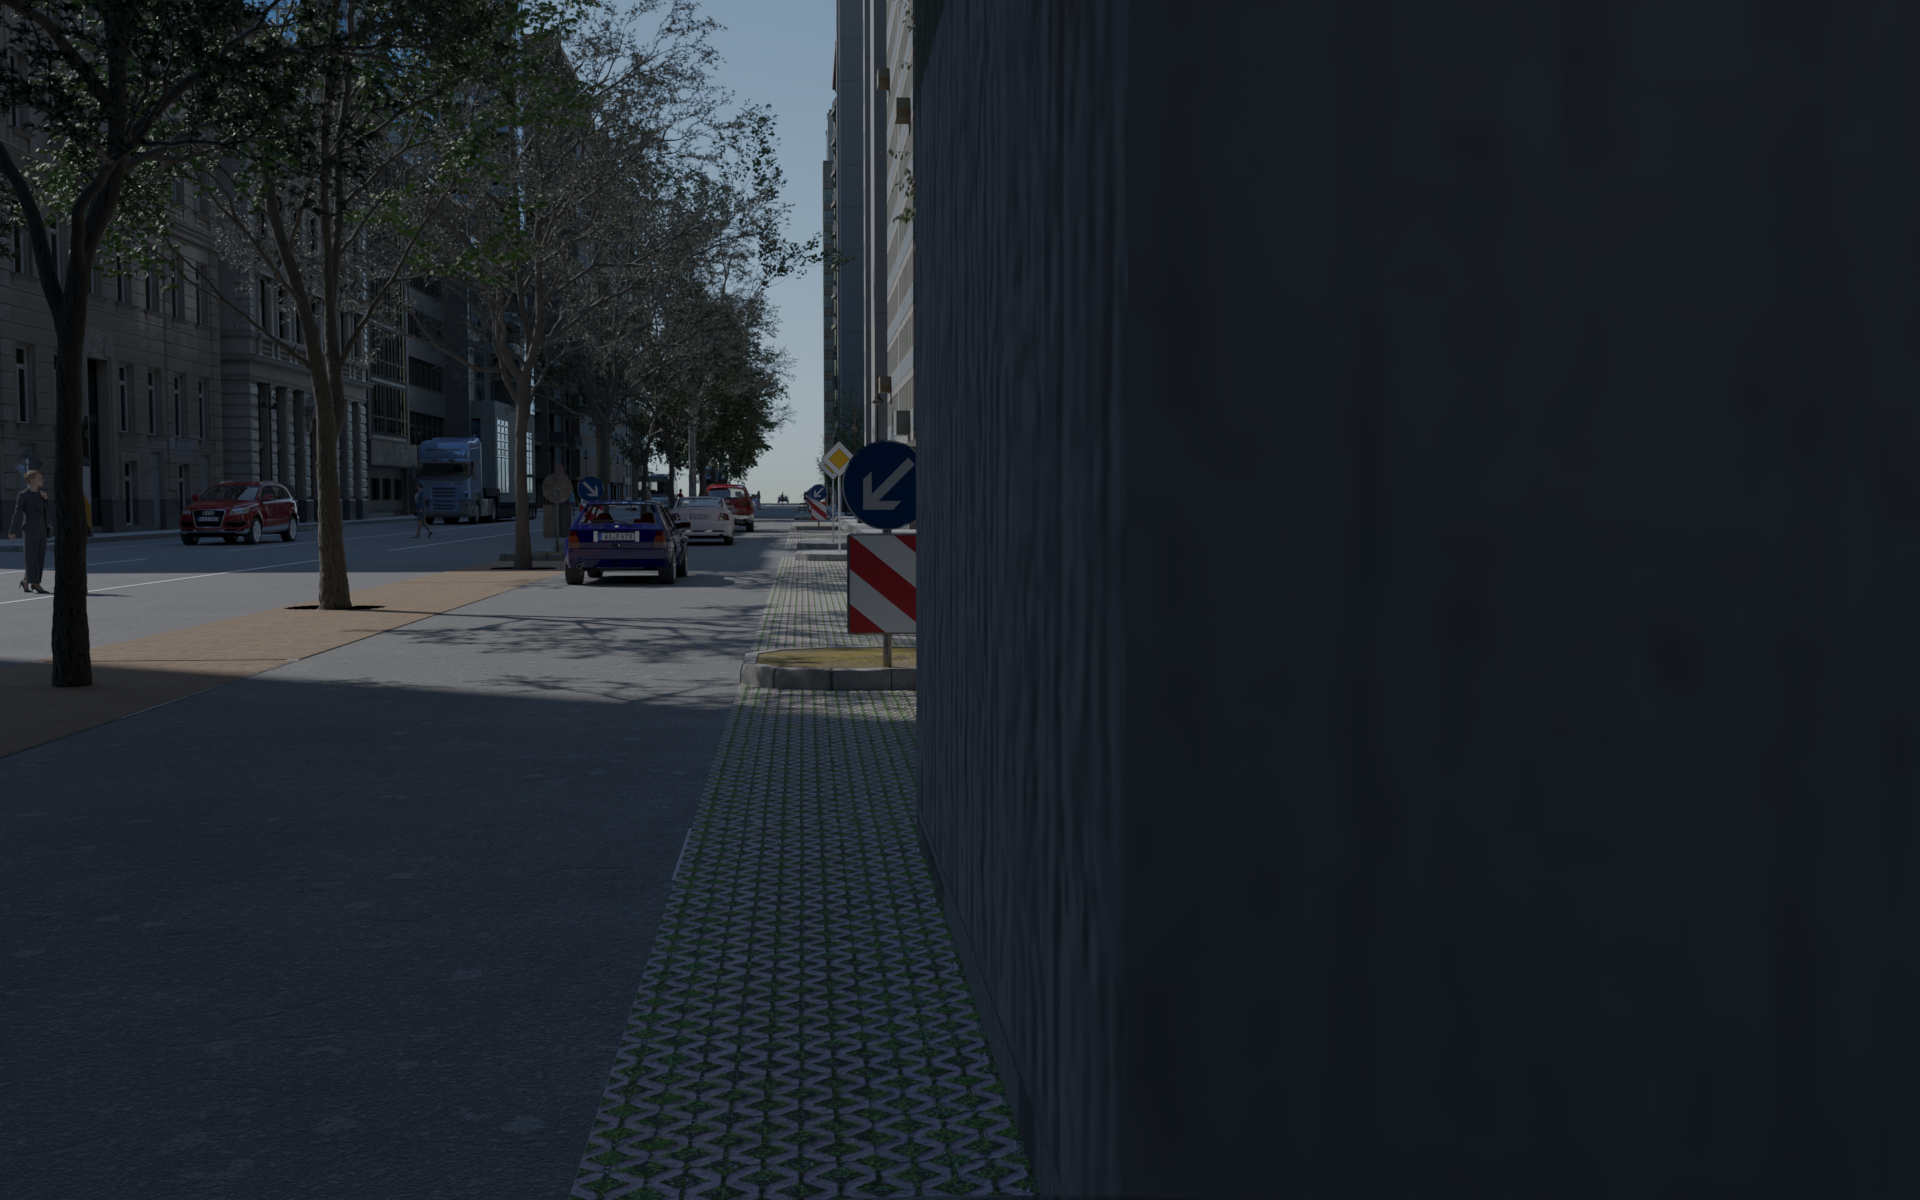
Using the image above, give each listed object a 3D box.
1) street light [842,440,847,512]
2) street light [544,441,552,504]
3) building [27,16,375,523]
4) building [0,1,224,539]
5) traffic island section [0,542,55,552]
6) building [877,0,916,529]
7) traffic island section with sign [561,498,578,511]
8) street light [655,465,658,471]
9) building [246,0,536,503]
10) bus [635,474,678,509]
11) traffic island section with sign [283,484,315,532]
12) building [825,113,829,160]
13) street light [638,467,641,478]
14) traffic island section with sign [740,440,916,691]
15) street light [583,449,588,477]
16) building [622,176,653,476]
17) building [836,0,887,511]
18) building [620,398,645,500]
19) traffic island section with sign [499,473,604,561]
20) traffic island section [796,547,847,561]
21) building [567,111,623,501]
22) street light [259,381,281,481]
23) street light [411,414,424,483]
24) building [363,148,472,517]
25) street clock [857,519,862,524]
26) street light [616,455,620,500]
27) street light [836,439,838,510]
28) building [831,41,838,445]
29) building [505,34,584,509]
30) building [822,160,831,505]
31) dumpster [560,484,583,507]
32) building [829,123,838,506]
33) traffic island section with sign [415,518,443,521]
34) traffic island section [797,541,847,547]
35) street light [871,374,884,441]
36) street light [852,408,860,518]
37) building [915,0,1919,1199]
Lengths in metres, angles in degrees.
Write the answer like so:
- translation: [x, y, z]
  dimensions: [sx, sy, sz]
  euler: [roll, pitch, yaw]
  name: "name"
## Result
- translation: [-8.057, -9.043, 120.647]
  dimensions: [0.468, 5.910, 1.993]
  euler: [0, 4, -5]
  name: "street light"
- translation: [-35.133, -10.709, 147.882]
  dimensions: [0.468, 5.910, 1.993]
  euler: [0, 4, -5]
  name: "street light"
- translation: [-33.886, -15.204, 77.460]
  dimensions: [11.050, 23.489, 19.941]
  euler: [0, 4, -5]
  name: "building"
- translation: [-33.399, -15.752, 54.813]
  dimensions: [12.463, 27.353, 25.104]
  euler: [0, 4, -5]
  name: "building"
- translation: [-23.787, -1.343, 44.243]
  dimensions: [2.009, 0.180, 2.903]
  euler: [0, 4, -5]
  name: "traffic island section"
- translation: [9.441, -22.576, 60.992]
  dimensions: [23.993, 40.220, 32.217]
  euler: [0, 4, -5]
  name: "building"
- translation: [-32.833, -8.273, 143.896]
  dimensions: [1.989, 1.847, 2.006]
  euler: [0, 4, -5]
  name: "traffic island section with sign"
- translation: [-45.035, -17.402, 257.304]
  dimensions: [0.468, 5.910, 1.993]
  euler: [0, 4, -5]
  name: "street light"
- translation: [-44.539, -50.077, 131.424]
  dimensions: [22.319, 86.520, 31.000]
  euler: [0, 4, -5]
  name: "building"
- translation: [-26.237, -9.528, 150.644]
  dimensions: [2.948, 3.499, 13.247]
  euler: [0, 4, -6]
  name: "bus"
- translation: [-25.777, -3.511, 66.027]
  dimensions: [1.989, 1.847, 2.006]
  euler: [0, 4, -5]
  name: "traffic island section with sign"
- translation: [-9.891, -44.287, 266.092]
  dimensions: [21.231, 58.520, 28.212]
  euler: [0, 4, -5]
  name: "building"
- translation: [-42.676, -15.730, 229.970]
  dimensions: [0.468, 5.910, 1.993]
  euler: [0, 4, -5]
  name: "street light"
- translation: [-0.705, -0.298, 13.500]
  dimensions: [1.989, 1.847, 2.006]
  euler: [0, 4, -5]
  name: "traffic island section with sign"
- translation: [-37.691, -12.344, 174.619]
  dimensions: [0.468, 5.910, 1.993]
  euler: [0, 4, -5]
  name: "street light"
- translation: [-57.736, -39.075, 258.479]
  dimensions: [23.786, 49.044, 30.456]
  euler: [0, 4, -5]
  name: "building"
- translation: [0.576, -36.541, 139.446]
  dimensions: [21.231, 58.520, 28.212]
  euler: [0, 4, -5]
  name: "building"
- translation: [-57.055, -23.519, 229.577]
  dimensions: [27.650, 21.520, 28.899]
  euler: [0, 4, -5]
  name: "building"
- translation: [-8.884, -1.815, 37.807]
  dimensions: [2.006, 1.907, 1.989]
  euler: [0, 4, -5]
  name: "traffic island section with sign"
- translation: [-2.608, -0.970, 38.134]
  dimensions: [2.009, 0.180, 2.903]
  euler: [0, 4, -5]
  name: "traffic island section"
- translation: [-48.450, -34.124, 208.031]
  dimensions: [14.600, 45.320, 14.200]
  euler: [0, 4, -5]
  name: "building"
- translation: [-28.315, -6.017, 71.167]
  dimensions: [0.468, 5.910, 1.993]
  euler: [0, 4, -5]
  name: "street light"
- translation: [-30.650, -7.654, 97.924]
  dimensions: [0.468, 5.910, 1.993]
  euler: [0, 4, -5]
  name: "street light"
- translation: [-38.727, -17.307, 102.041]
  dimensions: [14.314, 24.678, 30.058]
  euler: [0, 4, -5]
  name: "building"
- translation: [-4.371, -4.336, 75.457]
  dimensions: [0.358, 2.002, 0.471]
  euler: [-2, 4, -27]
  name: "street clock"
- translation: [-40.138, -14.094, 203.231]
  dimensions: [0.468, 5.910, 1.993]
  euler: [0, 4, -5]
  name: "street light"
- translation: [-10.128, -10.389, 142.646]
  dimensions: [0.468, 5.910, 1.993]
  euler: [0, 4, -5]
  name: "street light"
- translation: [-1.313, -31.417, 168.298]
  dimensions: [22.147, 44.769, 28.867]
  euler: [0, 4, -5]
  name: "building"
- translation: [-47.673, -31.063, 162.500]
  dimensions: [22.147, 44.769, 28.867]
  euler: [0, 4, -5]
  name: "building"
- translation: [-9.991, -32.526, 215.397]
  dimensions: [14.154, 41.232, 14.086]
  euler: [0, 4, -5]
  name: "building"
- translation: [-32.805, -8.636, 146.145]
  dimensions: [1.985, 2.255, 1.502]
  euler: [0, 4, -5]
  name: "dumpster"
- translation: [-6.699, -30.939, 189.443]
  dimensions: [14.154, 41.232, 14.086]
  euler: [0, 4, -5]
  name: "building"
- translation: [-28.284, -5.204, 93.716]
  dimensions: [1.989, 1.847, 2.006]
  euler: [0, 4, -5]
  name: "traffic island section with sign"
- translation: [-3.329, -1.456, 46.087]
  dimensions: [2.009, 0.180, 2.903]
  euler: [0, 4, -5]
  name: "traffic island section"
- translation: [-3.167, -5.739, 66.617]
  dimensions: [0.468, 5.910, 1.993]
  euler: [0, 4, -5]
  name: "street light"
- translation: [-5.631, -7.380, 93.453]
  dimensions: [0.468, 5.910, 1.993]
  euler: [0, 4, -5]
  name: "street light"
- translation: [6.617, -14.522, 9.133]
  dimensions: [14.160, 30.474, 14.107]
  euler: [0, 4, -5]
  name: "building"
